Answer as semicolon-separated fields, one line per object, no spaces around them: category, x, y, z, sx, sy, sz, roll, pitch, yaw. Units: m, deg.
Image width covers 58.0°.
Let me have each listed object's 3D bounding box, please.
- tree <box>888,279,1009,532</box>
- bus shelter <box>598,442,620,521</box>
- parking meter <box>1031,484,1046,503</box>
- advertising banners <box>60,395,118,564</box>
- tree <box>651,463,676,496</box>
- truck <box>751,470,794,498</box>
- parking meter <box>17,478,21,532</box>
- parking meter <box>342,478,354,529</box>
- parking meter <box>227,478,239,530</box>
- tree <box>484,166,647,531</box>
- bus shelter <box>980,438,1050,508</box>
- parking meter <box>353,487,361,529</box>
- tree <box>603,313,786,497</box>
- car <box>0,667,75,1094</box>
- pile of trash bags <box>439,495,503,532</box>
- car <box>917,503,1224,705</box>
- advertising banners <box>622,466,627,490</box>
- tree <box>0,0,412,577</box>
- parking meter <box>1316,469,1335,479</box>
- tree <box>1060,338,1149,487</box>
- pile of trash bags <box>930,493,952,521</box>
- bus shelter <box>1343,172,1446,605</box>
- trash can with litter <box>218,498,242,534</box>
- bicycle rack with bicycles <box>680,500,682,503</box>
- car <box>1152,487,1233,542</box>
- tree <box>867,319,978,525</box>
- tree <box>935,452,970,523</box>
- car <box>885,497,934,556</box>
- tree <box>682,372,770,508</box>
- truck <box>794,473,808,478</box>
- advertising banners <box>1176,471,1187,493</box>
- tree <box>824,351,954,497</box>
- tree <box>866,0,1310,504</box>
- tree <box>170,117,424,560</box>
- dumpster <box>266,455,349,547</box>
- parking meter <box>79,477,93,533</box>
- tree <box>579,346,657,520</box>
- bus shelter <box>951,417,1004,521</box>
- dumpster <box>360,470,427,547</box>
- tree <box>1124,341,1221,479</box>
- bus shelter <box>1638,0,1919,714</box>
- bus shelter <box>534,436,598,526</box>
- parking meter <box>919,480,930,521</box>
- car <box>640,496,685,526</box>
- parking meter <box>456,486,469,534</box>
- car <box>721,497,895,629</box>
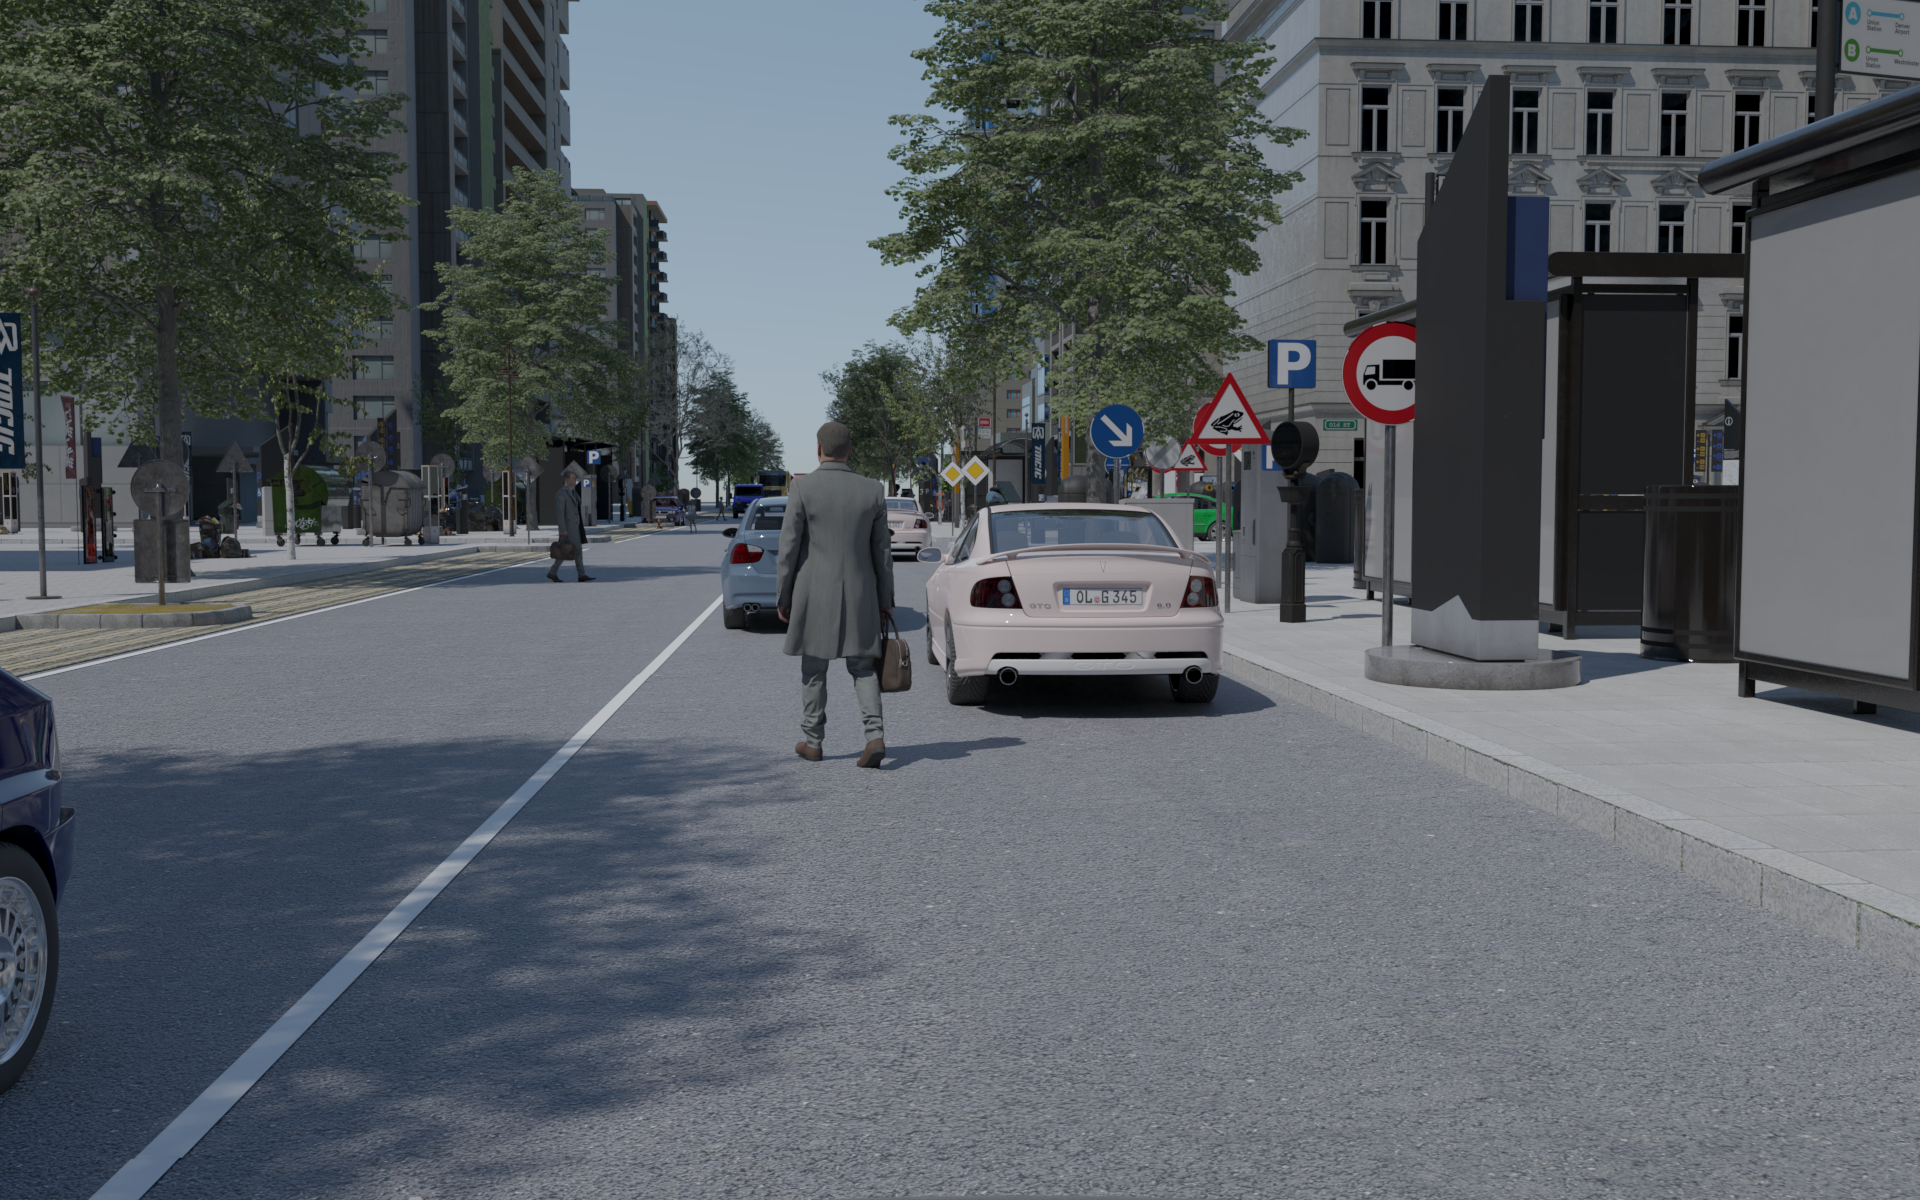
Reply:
tree;-0.098;-6.597;58.222;4.360;8.622;3.978;0;3;0
bus shelter;-16.869;-5.412;79.776;1.731;3.624;6.357;0;4;-5
parking meter;2.021;-2.228;44.831;0.372;1.533;0.369;0;3;0
advertising banners;-15.975;-2.176;31.760;0.090;3.025;2.074;0;4;-3
tree;-18.222;-6.727;104.588;1.663;3.219;1.824;0;3;0
truck;-15.319;-9.003;143.120;3.469;3.379;9.791;0;4;-3
parking meter;-32.134;-3.251;58.857;0.255;1.863;0.399;-1;4;-13
parking meter;-22.312;-3.508;63.064;0.255;1.863;0.399;1;4;16
parking meter;-26.268;-3.480;62.606;0.399;1.863;0.255;-2;4;-27
tree;-14.803;-8.688;60.168;7.486;12.596;7.792;0;3;0
bus shelter;2.010;-4.335;64.797;2.014;3.302;5.546;0;4;-5
parking meter;-22.469;-3.433;64.537;0.372;1.533;0.369;0;3;0
tree;-19.543;-12.717;118.293;12.009;13.543;11.850;0;3;0
car;-3.061;0.600;2.772;1.945;1.354;3.894;0;4;-3
pile of trash bags;-17.071;-3.011;58.977;1.912;1.369;3.447;2;4;24
car;0.739;-0.053;13.221;2.083;1.381;4.827;0;4;-4
advertising banners;-20.312;-6.870;108.512;2.074;3.025;0.090;2;4;25
tree;-12.066;-6.604;26.110;7.486;12.596;7.792;0;3;0
parking meter;8.436;-2.102;40.072;0.399;1.863;0.255;3;5;42
tree;6.396;-7.737;76.870;4.737;8.622;4.395;0;3;0
pile of trash bags;-0.957;-4.473;82.883;1.912;1.369;3.447;0;4;-1
bus shelter;5.806;-2.553;19.366;2.179;5.291;8.768;0;4;-4
trash can with litter;-23.444;-2.672;55.069;0.624;1.170;1.055;2;4;35
bicycle rack with bicycles;-19.353;-6.087;112.901;2.852;0.926;2.925;-1;4;-17
car;5.970;-2.516;49.930;4.718;1.807;1.959;0;4;-4
tree;-1.056;-7.470;72.500;4.737;8.622;4.395;0;3;0
tree;-0.546;-5.090;77.823;1.663;3.219;1.824;0;3;0
car;-1.604;-1.602;38.552;2.083;1.381;4.827;0;4;-3
tree;-22.081;-14.702;158.511;7.486;12.596;7.792;0;3;0
truck;-21.279;-15.096;235.735;2.839;4.237;11.283;0;4;-3
advertising banners;8.884;-4.276;66.092;2.074;3.025;0.090;1;4;18
tree;-4.294;-10.900;112.634;8.767;10.594;7.601;-2;4;-27
tree;2.243;-6.850;30.130;7.486;12.596;7.792;0;3;0
tree;-13.010;-5.082;33.447;4.737;8.622;4.395;0;3;0
dumpster;-16.127;-2.468;42.845;1.502;2.255;1.985;0;4;-5
parking meter;-29.141;-3.184;57.774;0.399;1.863;0.255;1;4;22
tree;-16.850;-8.298;86.041;4.737;8.622;4.395;0;3;0
bus shelter;0.753;-6.729;87.648;2.179;5.291;8.768;0;4;-4
dumpster;-14.031;-2.270;42.866;1.264;1.857;1.865;0;4;-4
tree;8.592;-7.382;71.064;4.360;8.622;3.978;0;3;0
bus shelter;5.830;-1.944;9.415;2.179;5.291;8.768;0;4;-5
bus shelter;-16.649;-4.983;72.748;1.731;3.624;6.357;0;4;-4
parking meter;-1.407;-3.905;69.559;0.399;1.863;0.255;-3;5;-41
car;-13.338;-3.997;77.927;1.945;1.354;3.894;0;4;-5
parking meter;-15.891;-2.867;55.281;0.372;1.533;0.369;0;3;0
car;-1.734;-0.473;19.743;2.014;1.417;4.499;0;4;-4
